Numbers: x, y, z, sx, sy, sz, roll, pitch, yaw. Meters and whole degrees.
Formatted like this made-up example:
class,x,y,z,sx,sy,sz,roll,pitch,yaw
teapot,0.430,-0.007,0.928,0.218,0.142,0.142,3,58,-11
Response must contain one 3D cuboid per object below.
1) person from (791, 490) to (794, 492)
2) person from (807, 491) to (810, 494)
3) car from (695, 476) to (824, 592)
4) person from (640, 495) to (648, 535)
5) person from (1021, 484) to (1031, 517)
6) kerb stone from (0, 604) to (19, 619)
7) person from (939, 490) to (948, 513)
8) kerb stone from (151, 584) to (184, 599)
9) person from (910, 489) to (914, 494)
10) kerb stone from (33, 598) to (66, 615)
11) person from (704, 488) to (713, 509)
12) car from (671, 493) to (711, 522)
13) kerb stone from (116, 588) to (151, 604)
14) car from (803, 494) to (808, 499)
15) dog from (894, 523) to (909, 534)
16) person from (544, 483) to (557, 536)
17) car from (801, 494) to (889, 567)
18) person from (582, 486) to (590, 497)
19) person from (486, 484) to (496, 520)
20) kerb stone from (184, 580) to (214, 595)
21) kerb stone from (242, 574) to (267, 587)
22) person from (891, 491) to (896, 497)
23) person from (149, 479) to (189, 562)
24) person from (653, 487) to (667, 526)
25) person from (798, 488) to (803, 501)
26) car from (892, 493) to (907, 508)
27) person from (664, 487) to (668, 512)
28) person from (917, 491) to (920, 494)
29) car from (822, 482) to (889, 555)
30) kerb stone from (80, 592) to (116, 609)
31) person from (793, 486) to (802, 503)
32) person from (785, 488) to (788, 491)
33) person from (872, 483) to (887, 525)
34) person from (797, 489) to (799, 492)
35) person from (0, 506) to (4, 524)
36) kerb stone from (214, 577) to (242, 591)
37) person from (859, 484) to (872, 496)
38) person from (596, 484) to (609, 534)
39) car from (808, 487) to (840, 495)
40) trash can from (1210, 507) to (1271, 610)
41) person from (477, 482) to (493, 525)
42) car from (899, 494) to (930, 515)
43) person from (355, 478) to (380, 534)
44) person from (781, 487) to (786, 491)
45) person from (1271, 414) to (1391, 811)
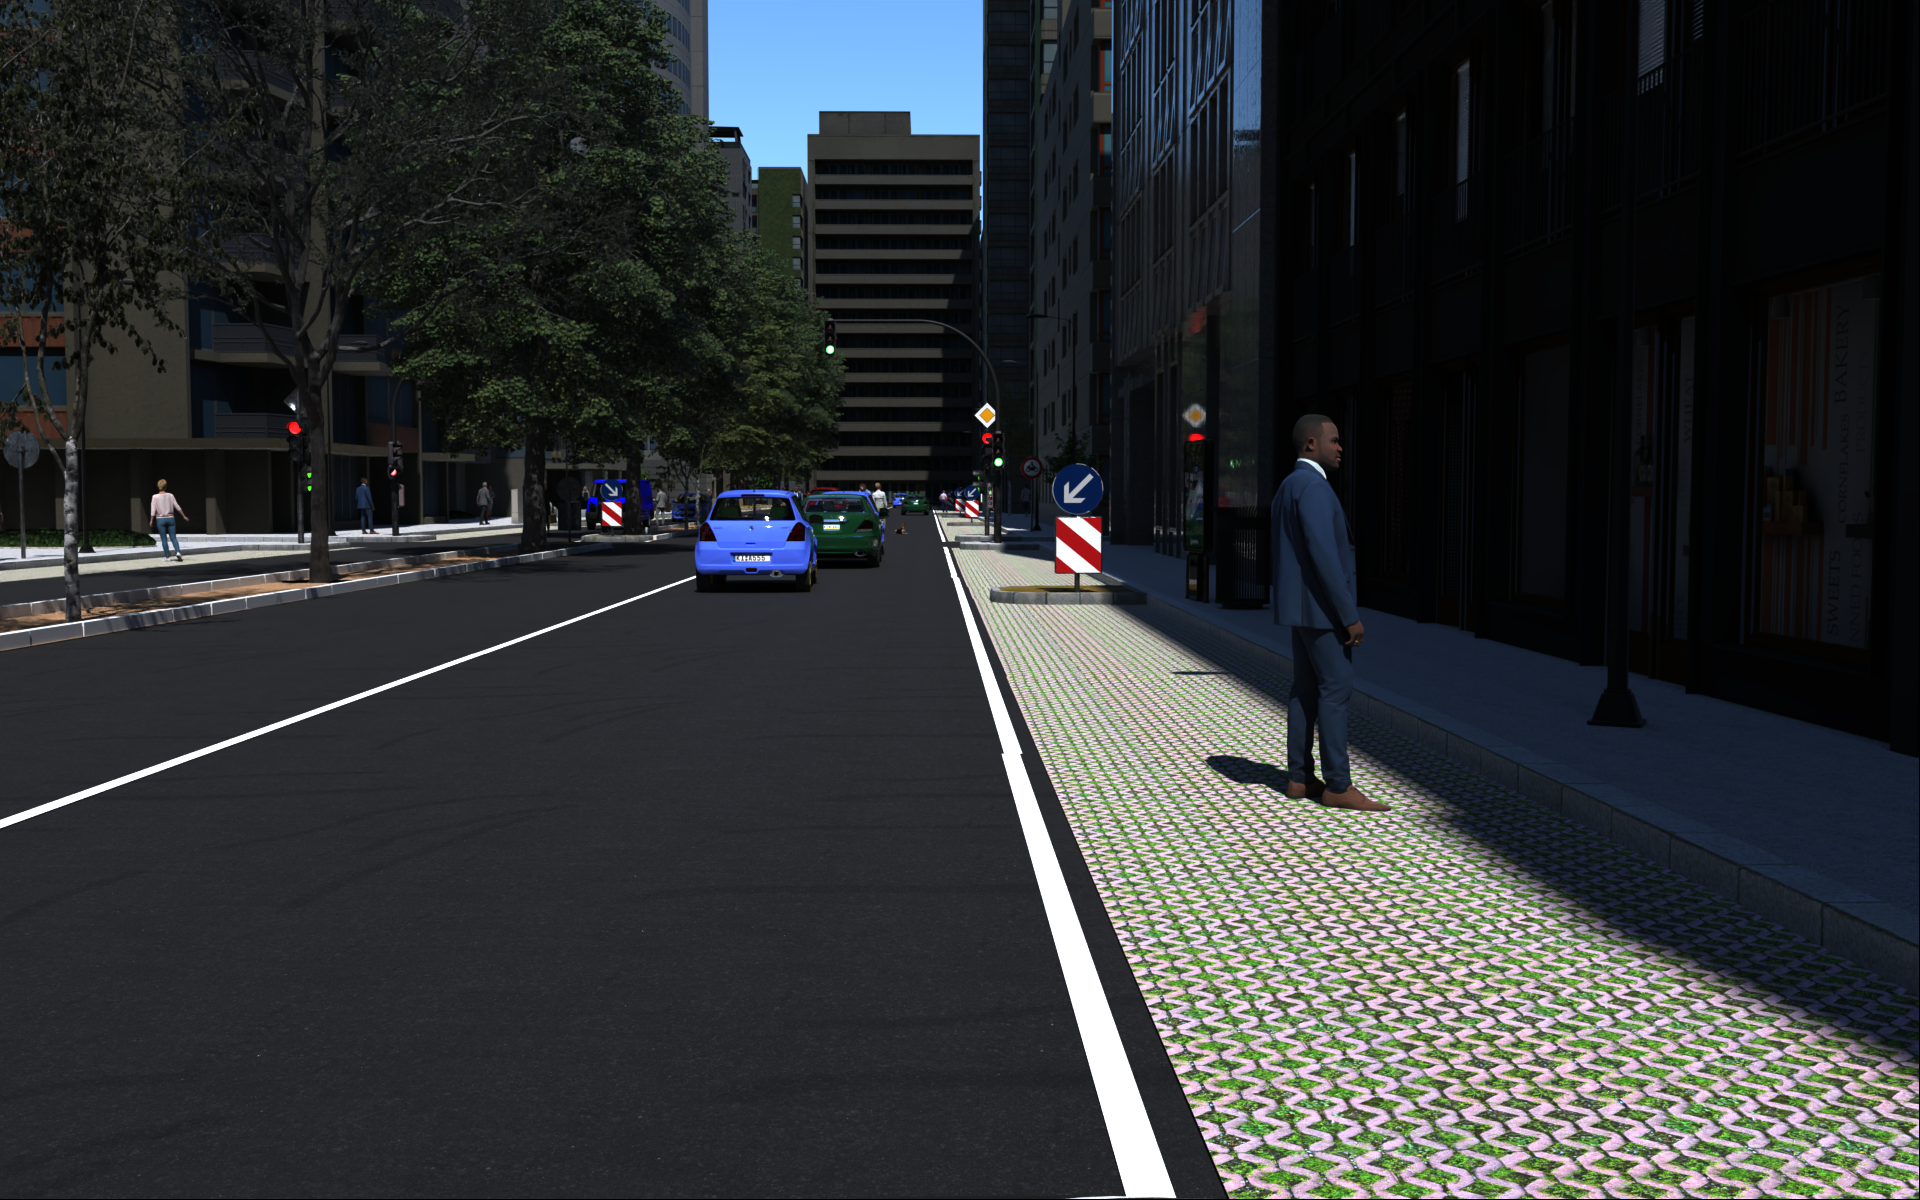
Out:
class,x,y,z,sx,sy,sz,roll,pitch,yaw
person,-17.739,-10.744,183.798,0.705,1.869,1.348,1,4,9
person,-14.682,-9.645,166.986,0.721,1.735,1.217,-2,4,-25
car,-3.079,-1.042,26.620,1.945,1.707,3.694,0,4,-3
person,-11.125,-3.084,59.682,0.760,1.731,0.466,0,4,-1
person,3.763,-5.625,97.864,0.661,1.843,0.795,-1,4,-20
kerb stone,-10.949,0.146,19.811,0.120,0.150,1.000,0,4,-1
person,-1.219,-7.584,133.444,0.756,1.711,0.436,3,5,44
kerb stone,-11.024,-0.101,23.907,0.120,0.150,1.000,0,4,-1
person,-4.219,-8.732,150.903,1.348,1.869,0.705,-2,4,-26
kerb stone,-10.965,0.085,20.833,0.120,0.150,1.000,0,4,-1
person,-14.926,-5.723,102.499,0.576,1.772,0.534,-2,4,-33
car,-13.848,-4.872,89.249,1.945,1.707,3.694,0,4,-2
kerb stone,-11.012,-0.042,22.876,0.120,0.150,1.000,0,4,-1
car,-16.218,-10.784,185.352,2.155,1.783,4.494,0,4,0
dog,-2.085,-2.562,62.073,0.550,0.427,0.748,0,4,1
person,-14.568,-3.147,60.166,0.699,1.804,1.509,-3,4,-36
car,-2.514,-1.434,35.248,2.131,1.459,4.920,0,4,-2
person,-24.867,-6.670,115.276,0.709,1.800,0.728,-1,4,-18
person,-23.476,-4.882,86.223,0.716,1.782,0.532,-3,5,-41
kerb stone,-11.048,-0.162,24.934,0.120,0.150,1.000,0,4,-1
kerb stone,-11.085,-0.290,26.978,0.120,0.150,1.000,0,4,-1
person,-7.636,-11.953,203.934,1.348,1.824,0.705,2,4,31
person,-16.604,-1.671,36.491,0.598,1.740,0.731,3,4,38
person,-13.329,-4.162,76.751,0.583,1.804,0.606,2,4,29
person,-9.290,-5.602,100.365,0.793,1.790,0.793,-1,4,-13
car,-6.068,-10.374,179.198,1.945,1.707,3.694,0,4,-1
person,-21.338,-7.281,125.356,0.573,1.790,0.520,-2,4,-35
person,-3.674,-8.569,149.424,1.217,1.723,0.721,-3,5,-42
car,-2.613,-1.853,39.881,1.945,1.707,3.694,0,4,-1
kerb stone,-10.985,0.021,21.855,0.120,0.150,1.000,0,4,-1
person,-7.286,-4.145,76.446,0.721,1.800,0.419,-2,4,-32
person,-11.012,-6.178,109.765,0.529,1.795,0.600,-3,4,-37
person,-2.617,-2.872,55.691,0.478,1.798,0.641,1,4,14
person,-11.830,-7.208,126.535,0.466,1.800,0.511,2,4,25
person,-18.696,-1.665,33.282,0.581,1.822,0.654,-3,4,-37
kerb stone,-11.064,-0.225,25.956,0.120,0.150,1.000,0,4,-1
person,-3.246,-3.145,60.179,0.793,1.790,0.793,1,4,10
person,-12.633,-3.199,61.140,0.444,1.785,0.601,0,4,-3
car,-7.496,-5.420,97.285,2.281,1.827,5.304,0,4,0
trash can,3.170,-0.474,19.398,0.748,1.137,0.748,0,3,0
person,-19.830,-4.033,72.376,0.661,1.777,0.834,1,4,22
car,-3.075,-6.507,118.186,2.131,1.459,4.920,0,4,-3
person,-19.061,-3.018,55.573,0.721,1.800,0.419,1,4,21
person,-8.801,-4.719,85.992,0.374,1.781,0.599,-1,4,-9
person,1.658,0.040,8.024,0.419,1.800,0.721,-1,4,-13
